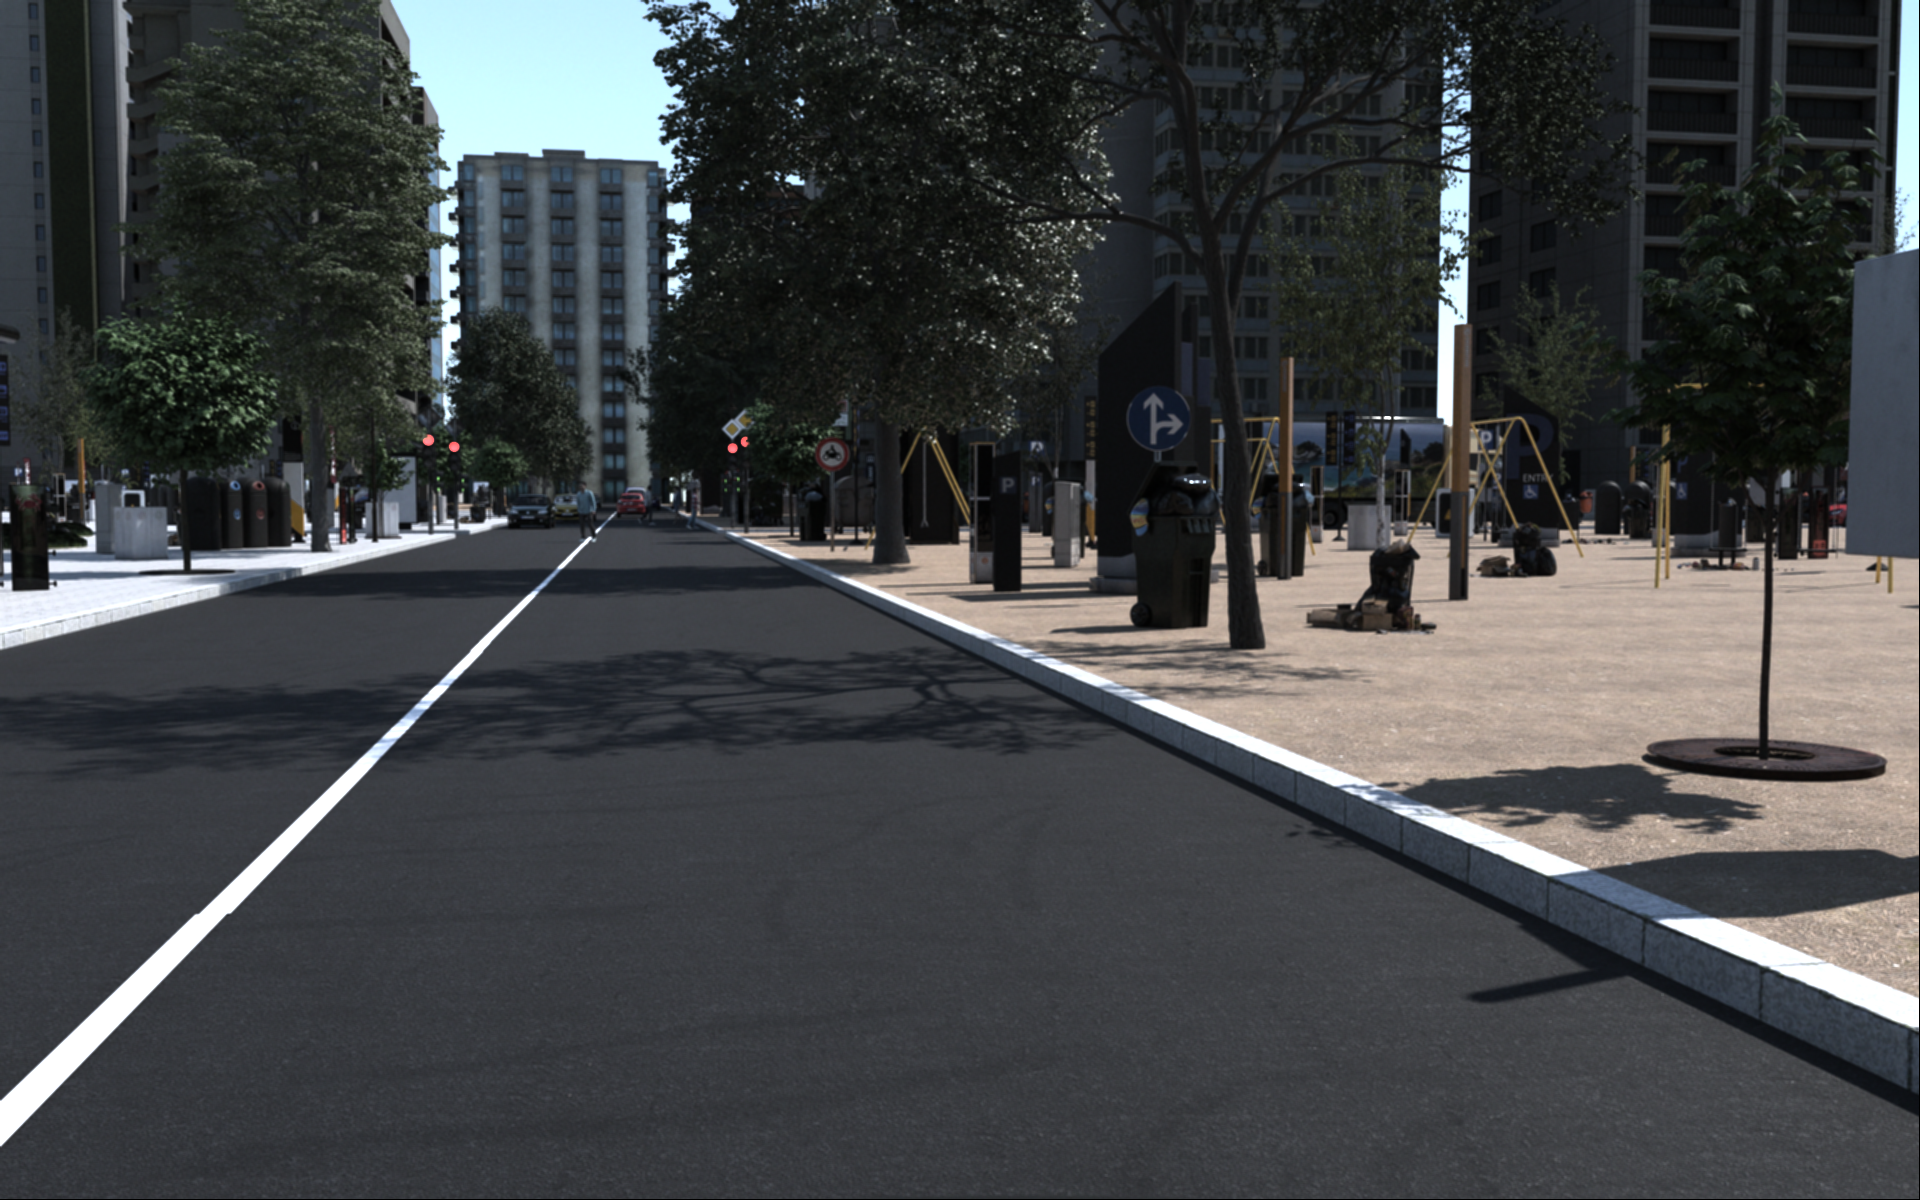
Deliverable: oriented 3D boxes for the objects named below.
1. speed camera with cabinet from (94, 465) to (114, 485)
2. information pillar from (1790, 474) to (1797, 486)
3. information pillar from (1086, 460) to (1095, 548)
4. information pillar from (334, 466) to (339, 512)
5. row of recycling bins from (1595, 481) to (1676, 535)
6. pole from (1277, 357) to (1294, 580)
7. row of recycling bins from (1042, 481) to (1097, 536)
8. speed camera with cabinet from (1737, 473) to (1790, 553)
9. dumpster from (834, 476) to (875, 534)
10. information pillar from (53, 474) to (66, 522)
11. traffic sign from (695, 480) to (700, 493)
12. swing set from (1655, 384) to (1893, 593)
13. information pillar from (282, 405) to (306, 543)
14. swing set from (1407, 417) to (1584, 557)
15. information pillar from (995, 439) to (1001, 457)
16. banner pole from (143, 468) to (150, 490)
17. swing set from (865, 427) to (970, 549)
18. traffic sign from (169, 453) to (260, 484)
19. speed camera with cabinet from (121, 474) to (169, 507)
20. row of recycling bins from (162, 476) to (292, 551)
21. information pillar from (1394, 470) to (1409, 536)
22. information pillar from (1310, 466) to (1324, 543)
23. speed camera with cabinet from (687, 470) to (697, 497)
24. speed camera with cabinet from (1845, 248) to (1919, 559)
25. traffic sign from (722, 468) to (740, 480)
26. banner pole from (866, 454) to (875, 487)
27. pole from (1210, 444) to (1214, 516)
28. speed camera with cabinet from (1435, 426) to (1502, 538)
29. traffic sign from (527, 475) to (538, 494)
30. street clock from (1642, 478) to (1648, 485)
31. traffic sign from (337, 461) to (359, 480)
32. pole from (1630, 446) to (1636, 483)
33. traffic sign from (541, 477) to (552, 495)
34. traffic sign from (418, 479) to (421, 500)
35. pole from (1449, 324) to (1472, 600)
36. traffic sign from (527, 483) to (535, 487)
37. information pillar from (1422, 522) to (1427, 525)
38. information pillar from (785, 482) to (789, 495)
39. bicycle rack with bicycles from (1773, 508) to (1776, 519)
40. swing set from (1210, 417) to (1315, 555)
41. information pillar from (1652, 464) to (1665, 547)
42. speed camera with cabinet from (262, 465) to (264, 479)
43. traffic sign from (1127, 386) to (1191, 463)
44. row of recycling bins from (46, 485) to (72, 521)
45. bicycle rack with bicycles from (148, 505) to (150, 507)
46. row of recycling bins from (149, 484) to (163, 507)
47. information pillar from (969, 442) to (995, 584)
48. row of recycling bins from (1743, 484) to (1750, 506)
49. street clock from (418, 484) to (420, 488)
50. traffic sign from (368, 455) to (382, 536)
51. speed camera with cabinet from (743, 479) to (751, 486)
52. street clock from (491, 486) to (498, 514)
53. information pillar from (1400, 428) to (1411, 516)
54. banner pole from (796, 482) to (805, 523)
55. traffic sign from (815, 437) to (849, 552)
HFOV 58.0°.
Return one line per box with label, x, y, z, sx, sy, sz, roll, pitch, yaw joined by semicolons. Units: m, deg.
speed camera with cabinet;-64.105;-8.235;128.971;2.038;3.252;0.660;-1;4;-23
information pillar;21.285;-2.452;44.583;0.304;2.012;0.304;-1;4;-14
information pillar;3.140;-3.075;41.626;0.183;3.616;0.504;-1;4;-13
information pillar;-44.213;-8.041;122.829;0.183;3.616;0.504;0;4;7
row of recycling bins;21.978;-2.922;54.885;3.534;1.692;1.069;2;4;28
pole;4.872;-1.961;25.913;0.158;3.312;0.155;0;3;0
row of recycling bins;4.100;-2.833;53.437;3.534;1.692;1.069;-2;4;-34
speed camera with cabinet;17.006;-2.665;37.902;2.038;3.252;0.660;3;5;43
dumpster;-3.452;-3.083;56.172;1.264;1.857;1.865;-1;4;-11
information pillar;-32.539;-3.553;62.585;0.304;2.012;0.304;3;4;36
traffic sign;-17.976;-7.182;119.554;0.606;2.300;0.079;0;4;-6
swing set;11.280;-1.632;24.306;3.119;2.851;2.862;2;4;25
information pillar;-17.445;-3.302;45.350;0.504;3.616;0.183;-1;4;-9
swing set;11.174;-2.383;36.587;2.862;2.851;3.119;0;4;-4
information pillar;1.537;-5.052;73.958;0.504;3.616;0.183;-1;4;-14
banner pole;-55.886;-7.908;119.310;0.863;3.779;0.401;-3;4;-38
swing set;-0.856;-2.690;41.598;2.862;2.851;3.119;0;4;-3
traffic sign;-19.025;-3.078;44.195;2.265;3.308;0.079;0;4;-3
speed camera with cabinet;-36.119;-5.033;76.631;2.038;3.252;0.660;-3;5;-40
row of recycling bins;-17.061;-2.060;40.791;1.069;1.692;3.534;1;4;13
information pillar;13.525;-2.972;53.087;0.304;2.012;0.304;-3;5;-42
information pillar;9.354;-2.502;45.404;0.304;2.012;0.304;1;4;21
speed camera with cabinet;-17.697;-7.614;118.820;2.038;3.252;0.660;-1;4;-10
speed camera with cabinet;4.369;-0.733;6.321;2.038;3.252;0.660;0;4;-5
traffic sign;-8.801;-4.108;67.175;0.884;2.594;0.081;0;4;-3
banner pole;-4.723;-6.385;94.409;0.863;3.779;0.401;1;4;10
pole;10.184;-4.666;70.139;0.158;3.312;0.155;0;3;0
speed camera with cabinet;14.937;-3.437;50.533;0.660;3.252;2.038;-3;5;-45
traffic sign;-28.819;-7.139;116.825;0.768;2.556;0.104;0;4;-5
street clock;31.171;-4.545;78.876;0.358;2.002;0.471;2;4;29
traffic sign;-23.840;-4.133;67.581;0.884;2.594;0.081;-1;4;-10
pole;28.535;-4.873;73.512;0.158;3.312;0.155;0;3;0
traffic sign;-31.610;-8.094;132.334;0.884;2.594;0.081;0;4;-5
traffic sign;-26.889;-5.246;85.870;0.768;2.556;0.104;0;4;-2
pole;6.039;-1.654;20.890;0.158;3.312;0.155;0;3;0
traffic sign;-33.290;-8.233;134.719;0.768;2.556;0.104;0;4;-2
information pillar;19.047;-4.864;70.889;0.183;3.616;0.504;1;4;15
information pillar;-12.852;-8.418;128.993;0.183;3.616;0.504;-3;5;-41
bicycle rack with bicycles;40.774;-4.329;84.166;2.925;0.926;2.852;-2;4;-23
swing set;5.536;-2.361;36.220;2.862;2.851;3.119;-3;5;-44
information pillar;16.910;-2.281;41.782;0.304;2.012;0.304;0;4;4
speed camera with cabinet;-47.668;-7.529;117.434;0.660;3.252;2.038;-3;5;-40
traffic sign;2.335;-1.247;20.499;0.768;2.556;0.104;0;4;-7
row of recycling bins;-42.865;-4.542;81.380;1.069;1.692;3.534;1;4;11
bicycle rack with bicycles;-57.408;-6.773;124.128;2.852;0.926;2.925;-3;5;-43
row of recycling bins;-32.632;-3.973;72.064;3.534;1.692;1.069;3;5;39
information pillar;0.317;-1.238;24.739;0.304;2.012;0.304;-1;4;-15
row of recycling bins;33.240;-4.035;73.082;1.069;1.692;3.534;2;4;28
street clock;-27.288;-5.024;86.716;0.471;2.002;0.358;2;4;33
traffic sign;-17.049;-3.106;50.892;0.768;2.556;0.104;0;4;-6
speed camera with cabinet;-12.582;-6.981;108.475;2.038;3.252;0.660;1;4;10
street clock;-30.638;-6.693;113.993;0.358;2.002;0.471;2;4;30
information pillar;15.642;-4.253;60.890;0.183;3.616;0.504;-2;4;-25
banner pole;-7.085;-5.235;75.606;0.401;3.779;0.863;-1;4;-11
traffic sign;-2.849;-2.356;38.628;0.768;2.556;0.104;0;4;-7
